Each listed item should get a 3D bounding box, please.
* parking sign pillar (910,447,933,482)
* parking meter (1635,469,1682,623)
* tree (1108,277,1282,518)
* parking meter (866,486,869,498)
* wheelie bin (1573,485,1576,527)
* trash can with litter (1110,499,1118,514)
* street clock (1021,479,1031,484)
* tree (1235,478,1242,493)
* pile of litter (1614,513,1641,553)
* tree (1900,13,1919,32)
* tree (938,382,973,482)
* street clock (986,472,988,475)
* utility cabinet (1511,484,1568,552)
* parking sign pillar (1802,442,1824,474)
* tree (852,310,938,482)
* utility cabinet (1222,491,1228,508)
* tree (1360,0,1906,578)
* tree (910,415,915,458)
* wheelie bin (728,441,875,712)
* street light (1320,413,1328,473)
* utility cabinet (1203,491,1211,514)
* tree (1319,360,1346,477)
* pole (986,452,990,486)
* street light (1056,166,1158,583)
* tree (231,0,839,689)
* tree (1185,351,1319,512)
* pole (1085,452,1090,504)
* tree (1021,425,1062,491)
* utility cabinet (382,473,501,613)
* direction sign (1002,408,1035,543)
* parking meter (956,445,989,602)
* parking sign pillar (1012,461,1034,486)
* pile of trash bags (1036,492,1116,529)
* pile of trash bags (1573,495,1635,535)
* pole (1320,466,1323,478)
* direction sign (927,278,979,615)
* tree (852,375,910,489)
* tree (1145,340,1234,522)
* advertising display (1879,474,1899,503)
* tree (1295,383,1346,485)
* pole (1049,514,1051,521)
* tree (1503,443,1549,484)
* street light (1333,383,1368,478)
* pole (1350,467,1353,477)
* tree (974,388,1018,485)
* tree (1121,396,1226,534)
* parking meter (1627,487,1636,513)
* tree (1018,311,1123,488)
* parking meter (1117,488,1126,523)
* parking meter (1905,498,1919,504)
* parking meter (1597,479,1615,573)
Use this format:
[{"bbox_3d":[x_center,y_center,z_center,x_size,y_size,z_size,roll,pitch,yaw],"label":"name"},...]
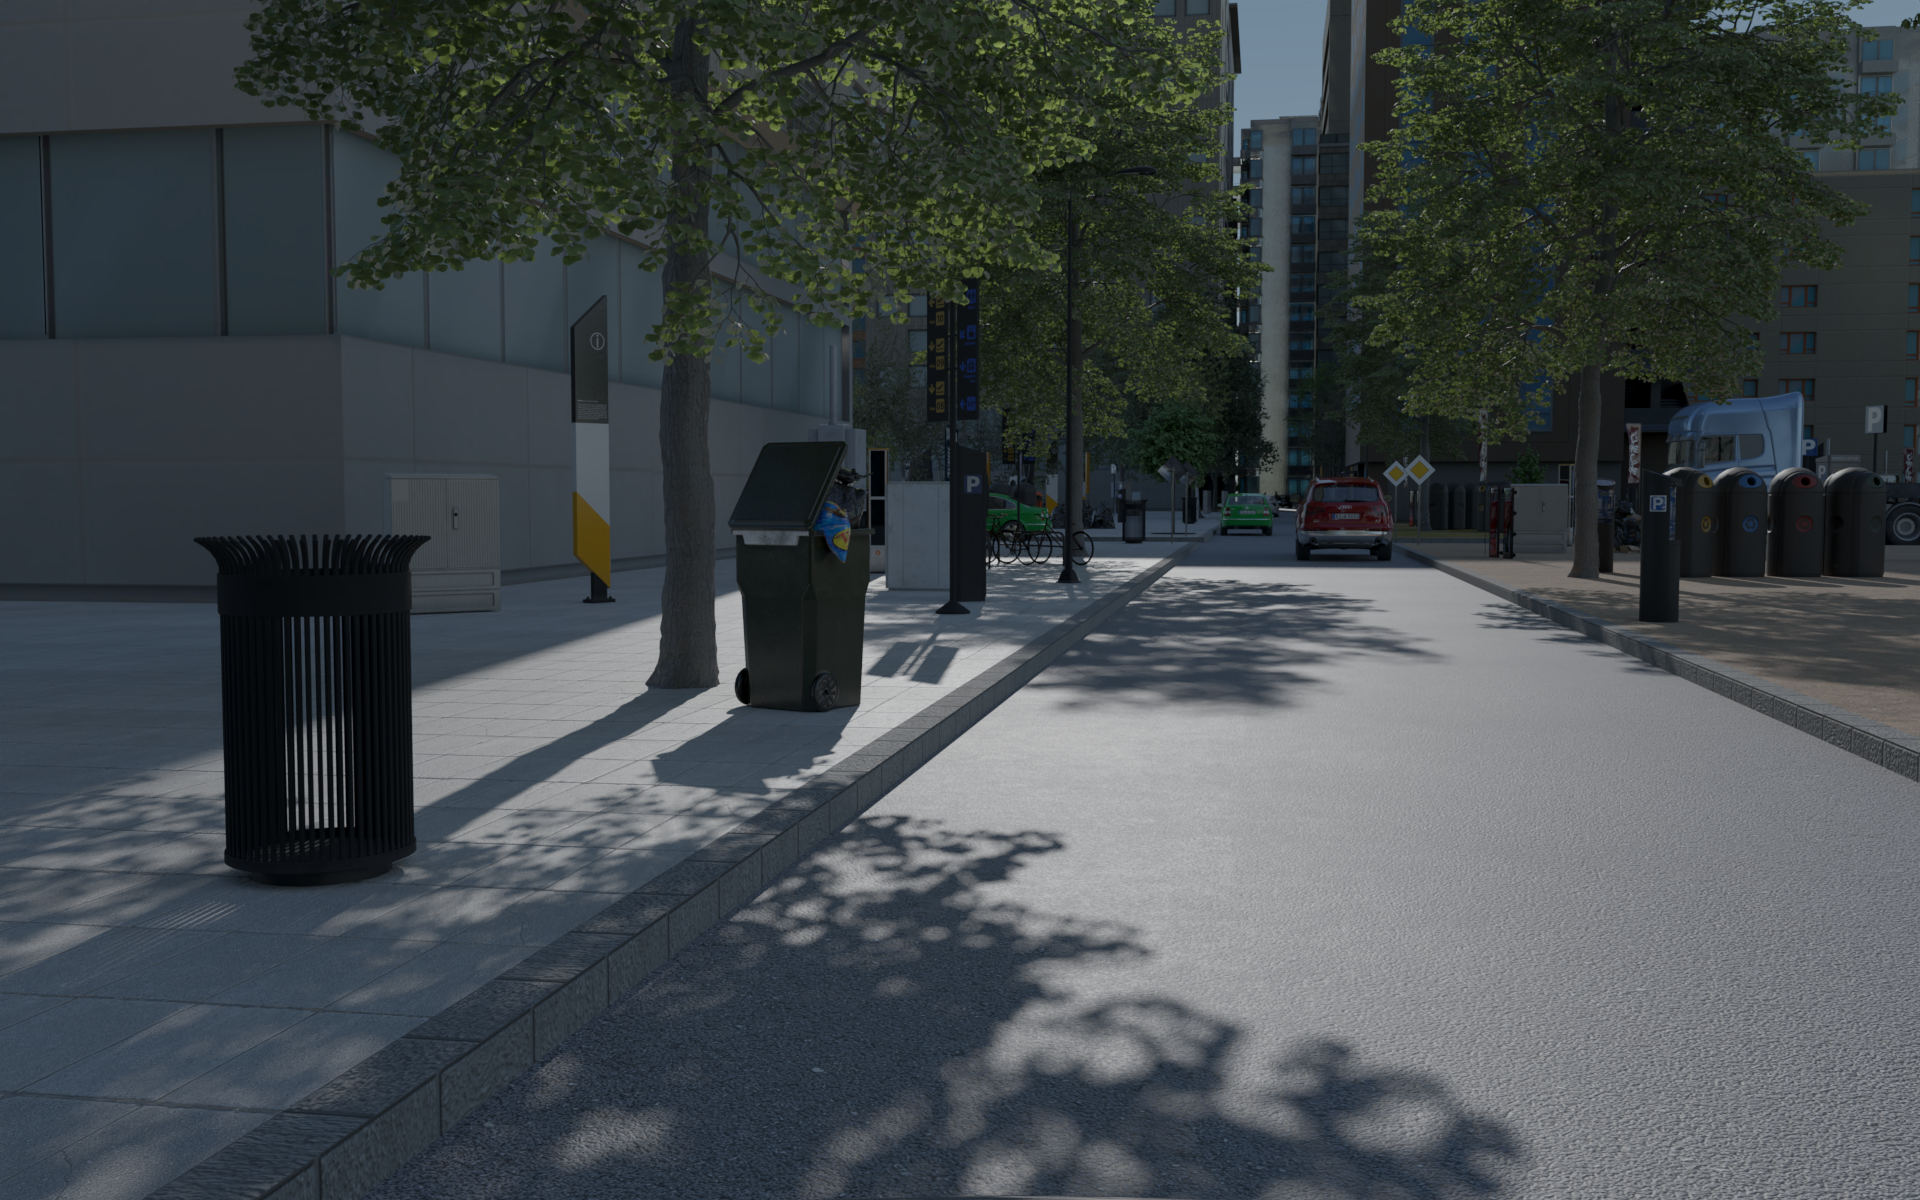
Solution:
[{"bbox_3d":[-2.225,-6.812,99.849,1.447,3.967,1.447,1,4,23],"label":"parking sign pillar"},{"bbox_3d":[7.039,-0.550,17.405,0.372,1.533,0.369,0,3,0],"label":"parking meter"},{"bbox_3d":[12.387,-10.689,91.769,9.611,12.733,9.660,0,3,0],"label":"tree"},{"bbox_3d":[-6.635,-7.249,124.233,0.399,1.863,0.255,1,4,13],"label":"parking meter"},{"bbox_3d":[21.721,-3.233,60.773,0.980,1.594,0.693,3,5,42],"label":"wheelie bin"},{"bbox_3d":[10.235,-6.268,113.873,1.055,1.170,0.624,1,4,11],"label":"trash can with litter"},{"bbox_3d":[3.123,-4.742,82.100,0.471,2.002,0.358,2,4,33],"label":"street clock"},{"bbox_3d":[27.252,-10.915,173.059,1.663,3.219,1.824,0,3,0],"label":"tree"},{"bbox_3d":[14.741,-1.458,37.796,1.719,0.858,1.176,2,4,30],"label":"pile of litter"},{"bbox_3d":[11.048,-4.017,16.042,4.737,8.622,4.395,0,3,0],"label":"tree"},{"bbox_3d":[-2.460,-8.036,81.755,4.360,8.622,3.978,0,3,0],"label":"tree"},{"bbox_3d":[0.469,-2.481,45.137,0.471,2.002,0.358,-1,4,-11],"label":"street clock"},{"bbox_3d":[12.581,-1.773,37.663,1.173,1.500,0.318,1,4,15],"label":"utility cabinet"},{"bbox_3d":[44.197,-6.218,90.143,1.447,3.967,1.447,2,4,29],"label":"parking sign pillar"},{"bbox_3d":[-3.594,-7.161,67.438,4.360,8.622,3.978,0,3,0],"label":"tree"},{"bbox_3d":[19.121,-7.112,124.953,0.318,1.500,1.173,0,4,1],"label":"utility cabinet"},{"bbox_3d":[10.003,-6.603,26.093,7.486,12.596,7.792,0,3,0],"label":"tree"},{"bbox_3d":[-5.070,-10.443,121.097,4.737,8.622,4.395,0,3,0],"label":"tree"},{"bbox_3d":[-0.960,-0.157,10.481,0.980,1.594,0.693,2,4,34],"label":"wheelie bin"},{"bbox_3d":[21.232,-7.730,98.924,1.470,5.913,1.316,1,4,10],"label":"street light"},{"bbox_3d":[15.983,-6.318,111.973,0.318,1.500,1.173,1,4,19],"label":"utility cabinet"},{"bbox_3d":[28.274,-12.532,130.648,9.928,11.665,9.643,0,3,0],"label":"tree"},{"bbox_3d":[1.366,-5.505,83.853,0.158,3.312,0.155,0,3,0],"label":"pole"},{"bbox_3d":[2.100,-3.194,24.761,1.470,5.913,1.316,1,4,10],"label":"street light"},{"bbox_3d":[-1.717,-5.721,11.658,7.486,12.596,7.792,0,3,0],"label":"tree"},{"bbox_3d":[17.908,-11.975,121.542,9.928,11.665,9.643,0,3,0],"label":"tree"},{"bbox_3d":[6.227,-5.554,84.646,0.158,3.312,0.155,0,3,0],"label":"pole"},{"bbox_3d":[5.146,-10.794,126.836,4.737,8.622,4.395,0,3,0],"label":"tree"},{"bbox_3d":[-5.566,-0.609,18.633,1.173,1.500,0.318,-3,4,-36],"label":"utility cabinet"},{"bbox_3d":[1.540,-3.270,45.459,0.876,3.537,0.379,1,4,12],"label":"direction sign"},{"bbox_3d":[0.127,-0.916,20.684,0.399,1.863,0.255,-1,4,-18],"label":"parking meter"},{"bbox_3d":[3.668,-6.882,100.995,1.447,3.967,1.447,-2,4,-33],"label":"parking sign pillar"},{"bbox_3d":[3.933,-3.301,63.720,3.447,1.369,1.912,-2,4,-32],"label":"pile of trash bags"},{"bbox_3d":[19.862,-2.691,53.758,1.912,1.369,3.447,3,4,37],"label":"pile of trash bags"},{"bbox_3d":[25.835,-7.948,123.796,0.158,3.312,0.155,0,3,0],"label":"pole"},{"bbox_3d":[-0.078,-1.622,18.509,0.379,3.537,0.876,-3,4,-38],"label":"direction sign"},{"bbox_3d":[-6.444,-9.878,111.862,4.737,8.622,4.395,0,3,0],"label":"tree"},{"bbox_3d":[10.785,-7.936,80.115,4.737,8.622,4.395,0,3,0],"label":"tree"},{"bbox_3d":[30.249,-3.148,56.684,0.123,1.923,0.974,-1,4,-20],"label":"advertising display"},{"bbox_3d":[24.765,-10.174,116.701,4.360,8.622,3.978,0,3,0],"label":"tree"},{"bbox_3d":[3.876,-5.015,75.833,0.158,3.312,0.155,0,3,0],"label":"pole"},{"bbox_3d":[21.388,-4.337,65.515,1.663,3.219,1.824,0,3,0],"label":"tree"},{"bbox_3d":[16.534,-6.124,72.674,1.470,5.913,1.316,1,4,10],"label":"street light"},{"bbox_3d":[27.170,-7.725,120.152,0.158,3.312,0.155,0,3,0],"label":"pole"},{"bbox_3d":[3.486,-8.814,94.466,4.360,8.622,3.978,0,3,0],"label":"tree"},{"bbox_3d":[6.936,-4.391,55.512,4.285,4.588,4.351,0,3,0],"label":"tree"},{"bbox_3d":[25.845,-3.561,66.639,0.372,1.533,0.369,0,3,0],"label":"parking meter"},{"bbox_3d":[4.413,-7.185,67.843,4.360,8.622,3.978,0,3,0],"label":"tree"},{"bbox_3d":[7.286,-4.260,78.064,0.372,1.533,0.369,0,3,0],"label":"parking meter"},{"bbox_3d":[29.462,-2.764,53.606,0.372,1.533,0.369,0,3,0],"label":"parking meter"},{"bbox_3d":[10.530,-1.223,28.403,0.372,1.533,0.369,0,3,0],"label":"parking meter"}]
